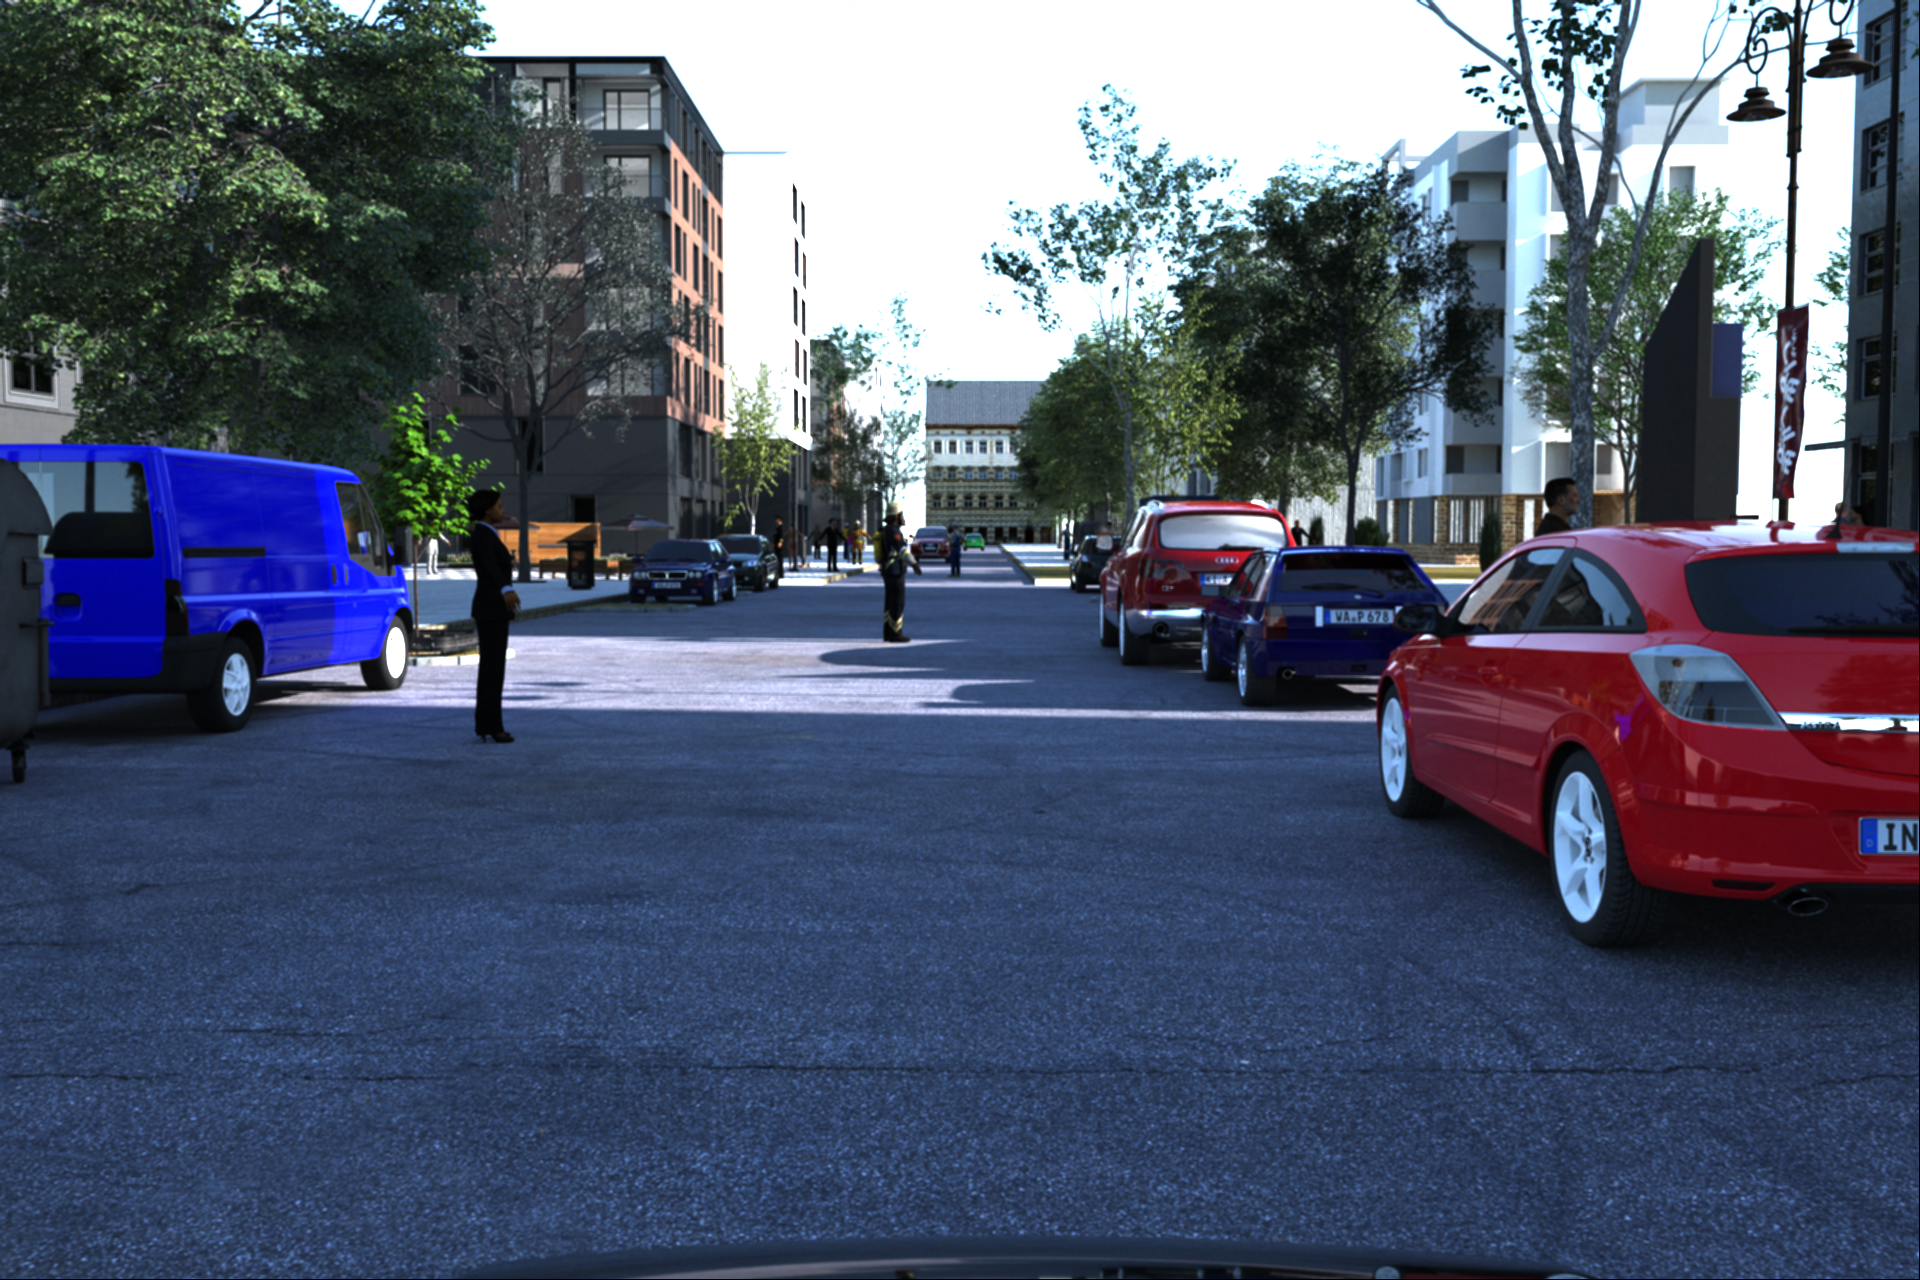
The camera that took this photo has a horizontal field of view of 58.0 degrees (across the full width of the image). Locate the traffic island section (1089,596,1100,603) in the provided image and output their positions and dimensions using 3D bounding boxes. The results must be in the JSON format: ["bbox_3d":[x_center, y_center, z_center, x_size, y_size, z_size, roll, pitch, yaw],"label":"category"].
[{"bbox_3d":[3.753,-0.843,36.649,1.991,0.108,1.994,0,4,1],"label":"traffic island section"}]

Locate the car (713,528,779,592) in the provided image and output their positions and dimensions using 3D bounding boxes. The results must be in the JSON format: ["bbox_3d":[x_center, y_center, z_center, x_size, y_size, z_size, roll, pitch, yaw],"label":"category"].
[{"bbox_3d":[-5.671,-2.106,44.223,2.009,1.686,4.222,0,4,1],"label":"car"}]

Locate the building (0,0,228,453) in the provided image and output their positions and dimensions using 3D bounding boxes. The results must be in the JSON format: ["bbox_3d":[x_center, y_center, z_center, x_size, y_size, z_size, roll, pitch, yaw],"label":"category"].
[{"bbox_3d":[-28.189,-15.015,39.007,14.314,27.812,24.014,0,4,0],"label":"building"}]

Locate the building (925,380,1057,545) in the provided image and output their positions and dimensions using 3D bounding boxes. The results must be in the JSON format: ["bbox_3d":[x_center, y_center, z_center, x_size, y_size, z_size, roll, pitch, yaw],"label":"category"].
[{"bbox_3d":[4.256,-25.191,245.265,18.063,23.208,19.493,0,3,0],"label":"building"}]

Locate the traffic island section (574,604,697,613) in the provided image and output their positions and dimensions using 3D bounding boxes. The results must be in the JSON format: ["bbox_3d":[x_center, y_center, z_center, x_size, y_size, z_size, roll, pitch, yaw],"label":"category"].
[{"bbox_3d":[-6.012,-0.590,32.506,1.991,0.108,1.994,0,4,2],"label":"traffic island section"}]

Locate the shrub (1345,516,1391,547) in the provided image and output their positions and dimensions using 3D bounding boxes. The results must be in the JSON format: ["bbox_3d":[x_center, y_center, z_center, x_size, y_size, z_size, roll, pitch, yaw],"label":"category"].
[{"bbox_3d":[15.525,-3.764,65.959,1.690,2.028,1.600,0,3,0],"label":"shrub"}]

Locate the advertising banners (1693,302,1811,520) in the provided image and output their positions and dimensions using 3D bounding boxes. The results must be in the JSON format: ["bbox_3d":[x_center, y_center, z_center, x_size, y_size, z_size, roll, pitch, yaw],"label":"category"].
[{"bbox_3d":[6.404,-1.099,14.164,0.090,3.025,2.074,0,4,1],"label":"advertising banners"}]

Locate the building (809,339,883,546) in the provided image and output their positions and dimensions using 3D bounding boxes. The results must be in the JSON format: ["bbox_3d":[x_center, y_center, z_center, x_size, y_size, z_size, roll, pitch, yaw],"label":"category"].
[{"bbox_3d":[-23.821,-21.660,198.108,27.936,21.610,32.646,0,4,1],"label":"building"}]

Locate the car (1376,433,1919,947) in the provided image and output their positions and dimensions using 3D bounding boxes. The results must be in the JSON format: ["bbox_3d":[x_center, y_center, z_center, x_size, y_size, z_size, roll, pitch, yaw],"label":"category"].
[{"bbox_3d":[3.062,0.096,7.477,2.155,1.783,4.494,0,4,1],"label":"car"}]

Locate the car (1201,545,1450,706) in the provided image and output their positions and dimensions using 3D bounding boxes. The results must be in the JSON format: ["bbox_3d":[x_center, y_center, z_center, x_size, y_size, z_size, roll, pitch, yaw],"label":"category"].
[{"bbox_3d":[3.223,-0.193,15.742,1.945,1.354,3.894,0,4,1],"label":"car"}]

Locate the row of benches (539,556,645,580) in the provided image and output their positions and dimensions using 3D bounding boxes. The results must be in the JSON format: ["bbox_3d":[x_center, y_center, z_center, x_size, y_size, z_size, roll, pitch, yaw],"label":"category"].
[{"bbox_3d":[-10.107,-2.048,48.952,4.104,0.672,1.422,2,4,28],"label":"row of benches"}]

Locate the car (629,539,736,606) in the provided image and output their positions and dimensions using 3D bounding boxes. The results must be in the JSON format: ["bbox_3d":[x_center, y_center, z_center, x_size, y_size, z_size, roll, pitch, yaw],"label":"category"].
[{"bbox_3d":[-5.725,-1.430,35.953,1.945,1.354,3.894,0,4,1],"label":"car"}]

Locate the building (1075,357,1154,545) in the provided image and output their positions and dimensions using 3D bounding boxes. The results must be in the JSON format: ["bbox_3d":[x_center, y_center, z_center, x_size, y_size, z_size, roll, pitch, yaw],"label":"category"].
[{"bbox_3d":[28.133,-22.765,216.179,27.936,21.610,32.646,0,4,1],"label":"building"}]

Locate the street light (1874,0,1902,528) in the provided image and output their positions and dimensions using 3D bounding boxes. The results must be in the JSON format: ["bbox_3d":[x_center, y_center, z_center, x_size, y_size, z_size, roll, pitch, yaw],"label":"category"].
[{"bbox_3d":[7.155,-2.433,12.321,1.470,5.913,1.316,0,4,1],"label":"street light"}]

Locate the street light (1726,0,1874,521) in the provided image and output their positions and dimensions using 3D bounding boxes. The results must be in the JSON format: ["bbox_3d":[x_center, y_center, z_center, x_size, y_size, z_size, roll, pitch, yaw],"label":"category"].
[{"bbox_3d":[6.707,-2.522,14.015,0.468,5.910,1.993,0,4,1],"label":"street light"}]

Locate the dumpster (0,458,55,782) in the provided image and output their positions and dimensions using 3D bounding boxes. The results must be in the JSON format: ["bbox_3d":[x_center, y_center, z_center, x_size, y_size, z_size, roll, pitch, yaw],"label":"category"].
[{"bbox_3d":[-6.125,-0.075,9.435,1.865,1.857,1.264,0,4,1],"label":"dumpster"}]

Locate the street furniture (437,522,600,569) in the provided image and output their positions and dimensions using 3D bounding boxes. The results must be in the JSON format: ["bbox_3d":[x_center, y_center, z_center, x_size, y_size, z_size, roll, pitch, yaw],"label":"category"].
[{"bbox_3d":[-17.789,-3.773,68.546,11.010,1.723,9.812,-1,4,-20],"label":"street furniture"}]

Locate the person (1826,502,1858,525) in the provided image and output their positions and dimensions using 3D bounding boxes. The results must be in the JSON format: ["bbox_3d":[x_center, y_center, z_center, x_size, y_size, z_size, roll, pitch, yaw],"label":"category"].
[{"bbox_3d":[12.963,-1.158,25.530,0.434,1.755,0.990,-3,4,-39],"label":"person"}]

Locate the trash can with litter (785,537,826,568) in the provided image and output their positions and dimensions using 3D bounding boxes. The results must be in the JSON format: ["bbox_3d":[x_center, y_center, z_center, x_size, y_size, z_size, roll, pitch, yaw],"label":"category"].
[{"bbox_3d":[-5.901,-3.417,66.922,1.678,1.210,2.233,0,4,2],"label":"trash can with litter"}]

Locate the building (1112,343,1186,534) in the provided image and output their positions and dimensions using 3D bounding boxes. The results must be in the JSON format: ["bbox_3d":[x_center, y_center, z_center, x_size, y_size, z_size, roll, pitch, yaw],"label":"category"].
[{"bbox_3d":[25.808,-21.343,179.882,19.493,23.208,18.063,0,4,1],"label":"building"}]

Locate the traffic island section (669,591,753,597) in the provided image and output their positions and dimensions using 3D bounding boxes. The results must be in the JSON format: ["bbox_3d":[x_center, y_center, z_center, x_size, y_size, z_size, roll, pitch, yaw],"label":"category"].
[{"bbox_3d":[-5.887,-1.070,40.365,1.991,0.108,1.994,0,4,2],"label":"traffic island section"}]

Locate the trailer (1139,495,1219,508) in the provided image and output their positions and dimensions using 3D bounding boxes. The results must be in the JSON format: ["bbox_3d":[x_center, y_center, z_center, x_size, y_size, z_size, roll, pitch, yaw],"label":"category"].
[{"bbox_3d":[3.394,-1.257,27.609,1.471,1.999,3.904,0,4,1],"label":"trailer"}]

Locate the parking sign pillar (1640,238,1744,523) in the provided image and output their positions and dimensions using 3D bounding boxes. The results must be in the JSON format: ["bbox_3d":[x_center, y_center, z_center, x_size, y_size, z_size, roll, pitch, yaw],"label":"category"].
[{"bbox_3d":[6.940,-1.715,16.511,1.447,3.967,1.447,0,4,1],"label":"parking sign pillar"}]

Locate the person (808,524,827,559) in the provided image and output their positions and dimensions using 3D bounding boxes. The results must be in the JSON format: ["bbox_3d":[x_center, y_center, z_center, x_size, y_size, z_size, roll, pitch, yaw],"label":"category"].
[{"bbox_3d":[-7.288,-5.058,88.827,1.348,1.813,0.705,2,4,34],"label":"person"}]

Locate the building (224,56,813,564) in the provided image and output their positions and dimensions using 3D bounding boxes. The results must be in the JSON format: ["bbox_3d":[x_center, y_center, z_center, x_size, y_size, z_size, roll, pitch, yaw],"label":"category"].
[{"bbox_3d":[-23.117,-15.091,90.705,27.936,21.610,32.646,0,3,0],"label":"building"}]

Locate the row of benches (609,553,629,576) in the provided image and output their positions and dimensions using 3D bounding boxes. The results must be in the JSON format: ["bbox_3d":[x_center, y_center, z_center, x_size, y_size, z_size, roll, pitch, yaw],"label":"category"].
[{"bbox_3d":[-10.771,-2.391,54.563,1.422,0.672,4.104,-1,4,-11],"label":"row of benches"}]

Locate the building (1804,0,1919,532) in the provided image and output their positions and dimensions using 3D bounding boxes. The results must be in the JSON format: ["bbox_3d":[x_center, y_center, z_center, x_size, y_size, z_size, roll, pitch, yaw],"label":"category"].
[{"bbox_3d":[25.977,-12.954,30.219,11.959,24.771,22.079,0,4,1],"label":"building"}]

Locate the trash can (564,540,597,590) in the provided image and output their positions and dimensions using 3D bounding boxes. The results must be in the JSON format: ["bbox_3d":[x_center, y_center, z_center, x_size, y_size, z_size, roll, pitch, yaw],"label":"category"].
[{"bbox_3d":[-8.768,-1.738,40.072,0.748,1.137,0.748,0,3,0],"label":"trash can"}]

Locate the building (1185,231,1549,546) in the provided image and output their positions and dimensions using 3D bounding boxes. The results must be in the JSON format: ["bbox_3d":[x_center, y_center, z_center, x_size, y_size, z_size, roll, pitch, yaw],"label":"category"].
[{"bbox_3d":[24.524,-14.875,109.656,16.747,18.905,31.486,0,4,1],"label":"building"}]

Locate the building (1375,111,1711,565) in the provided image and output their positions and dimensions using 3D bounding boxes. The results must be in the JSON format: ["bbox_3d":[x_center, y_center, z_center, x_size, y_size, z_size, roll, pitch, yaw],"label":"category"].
[{"bbox_3d":[25.621,-13.921,84.027,16.016,20.090,11.380,0,4,1],"label":"building"}]

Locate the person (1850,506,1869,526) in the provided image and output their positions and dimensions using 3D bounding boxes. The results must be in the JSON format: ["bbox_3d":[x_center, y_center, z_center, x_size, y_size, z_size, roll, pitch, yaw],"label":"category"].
[{"bbox_3d":[14.199,-1.274,27.633,0.721,1.737,1.217,1,4,21],"label":"person"}]

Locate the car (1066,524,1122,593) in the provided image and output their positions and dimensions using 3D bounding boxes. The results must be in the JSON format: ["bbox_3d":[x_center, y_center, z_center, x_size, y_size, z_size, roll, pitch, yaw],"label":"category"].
[{"bbox_3d":[3.684,-2.061,43.477,2.009,1.686,4.222,0,4,1],"label":"car"}]

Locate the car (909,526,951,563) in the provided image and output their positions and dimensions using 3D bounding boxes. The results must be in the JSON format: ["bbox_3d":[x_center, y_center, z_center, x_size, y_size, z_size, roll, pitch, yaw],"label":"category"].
[{"bbox_3d":[-1.388,-4.735,86.090,2.281,1.827,5.304,0,4,1],"label":"car"}]

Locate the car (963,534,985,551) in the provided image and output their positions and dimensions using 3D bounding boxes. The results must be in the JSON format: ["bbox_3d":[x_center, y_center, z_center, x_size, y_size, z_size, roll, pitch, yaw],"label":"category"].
[{"bbox_3d":[1.171,-8.526,148.192,1.959,1.807,4.718,0,4,1],"label":"car"}]

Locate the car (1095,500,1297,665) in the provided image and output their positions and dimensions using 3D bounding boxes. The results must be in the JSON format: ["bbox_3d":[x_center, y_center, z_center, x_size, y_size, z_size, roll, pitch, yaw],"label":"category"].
[{"bbox_3d":[2.782,-0.719,20.433,2.281,1.827,5.304,0,4,1],"label":"car"}]

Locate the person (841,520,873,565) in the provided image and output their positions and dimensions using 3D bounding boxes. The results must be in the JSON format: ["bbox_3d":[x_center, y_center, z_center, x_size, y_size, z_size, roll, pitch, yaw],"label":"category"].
[{"bbox_3d":[-4.257,-4.035,71.736,1.354,1.858,0.705,0,4,-1],"label":"person"}]

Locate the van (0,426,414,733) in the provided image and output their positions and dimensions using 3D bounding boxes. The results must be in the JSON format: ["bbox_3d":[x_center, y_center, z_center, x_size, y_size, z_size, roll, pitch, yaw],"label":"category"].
[{"bbox_3d":[-6.130,-0.599,14.180,2.240,2.365,5.245,0,4,1],"label":"van"}]
